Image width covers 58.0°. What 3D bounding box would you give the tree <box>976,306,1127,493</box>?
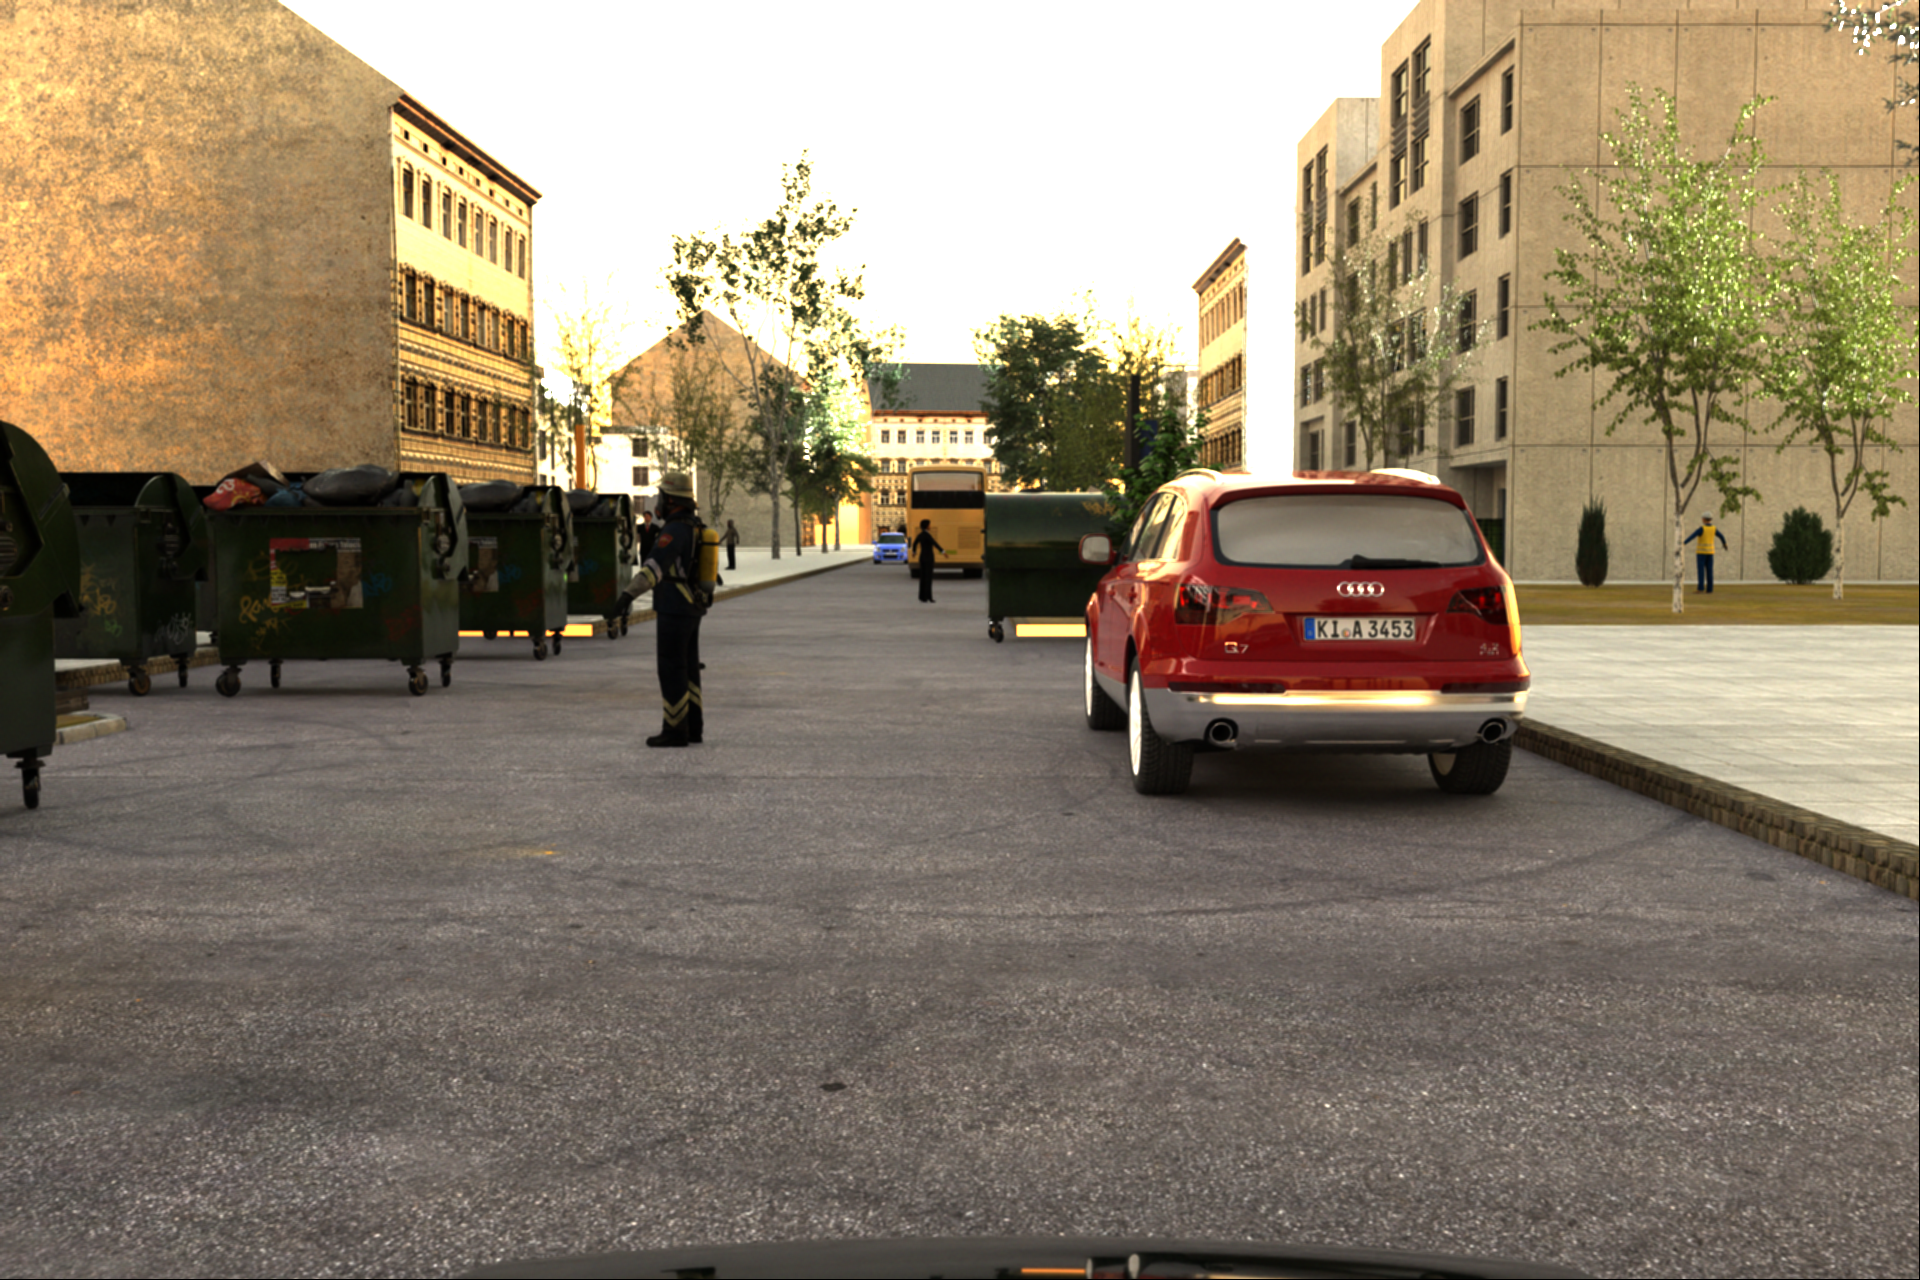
[{"bbox_3d":[5.689,-11.620,96.640,9.857,13.997,8.962,0,3,0],"label":"tree"}]

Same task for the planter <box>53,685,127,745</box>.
[{"bbox_3d":[-7.101,0.547,12.204,1.991,0.319,1.994,0,4,0],"label":"planter"}]

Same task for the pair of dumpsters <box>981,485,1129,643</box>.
[{"bbox_3d":[2.496,-1.127,23.379,4.436,2.255,1.574,0,4,-1],"label":"pair of dumpsters"}]

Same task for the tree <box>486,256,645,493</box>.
[{"bbox_3d":[-9.632,-5.818,45.482,4.360,8.622,3.978,0,3,0],"label":"tree"}]

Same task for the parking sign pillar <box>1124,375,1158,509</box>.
[{"bbox_3d":[3.110,-2.542,30.040,1.447,3.967,1.447,0,4,0],"label":"parking sign pillar"}]

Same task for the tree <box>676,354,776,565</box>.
[{"bbox_3d":[-10.255,-7.391,71.203,4.360,8.622,3.978,0,3,0],"label":"tree"}]

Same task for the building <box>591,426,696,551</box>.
[{"bbox_3d":[-27.009,-12.621,148.498,9.099,9.664,28.070,0,4,1],"label":"building"}]

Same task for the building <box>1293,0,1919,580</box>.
[{"bbox_3d":[23.563,-12.028,63.119,16.747,18.905,31.486,0,3,0],"label":"building"}]

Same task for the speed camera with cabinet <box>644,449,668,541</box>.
[{"bbox_3d":[-6.997,-2.850,40.930,0.660,3.252,2.038,0,4,1],"label":"speed camera with cabinet"}]

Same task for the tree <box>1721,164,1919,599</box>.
[{"bbox_3d":[17.198,-5.112,33.938,4.737,8.622,4.395,0,3,0],"label":"tree"}]

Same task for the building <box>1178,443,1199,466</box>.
[{"bbox_3d":[23.138,-13.307,159.723,9.099,9.664,28.070,0,4,0],"label":"building"}]

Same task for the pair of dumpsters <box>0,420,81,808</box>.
[{"bbox_3d":[-6.862,-0.216,8.480,4.436,2.255,1.574,0,4,1],"label":"pair of dumpsters"}]

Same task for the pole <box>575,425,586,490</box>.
[{"bbox_3d":[-7.087,-2.359,32.413,0.158,3.312,0.155,0,3,0],"label":"pole"}]

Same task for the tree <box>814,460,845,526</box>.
[{"bbox_3d":[-19.127,-19.208,220.711,9.857,13.997,8.962,0,3,0],"label":"tree"}]

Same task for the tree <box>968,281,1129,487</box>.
[{"bbox_3d":[7.303,-16.706,129.033,12.611,20.169,13.585,0,3,0],"label":"tree"}]

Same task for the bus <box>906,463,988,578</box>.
[{"bbox_3d":[-0.485,-4.143,59.287,2.896,3.916,12.252,0,4,-1],"label":"bus"}]

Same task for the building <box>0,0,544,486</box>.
[{"bbox_3d":[-28.429,-14.523,68.387,19.493,23.208,18.063,0,4,1],"label":"building"}]

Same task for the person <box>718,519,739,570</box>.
[{"bbox_3d":[-8.298,-3.451,62.546,0.705,1.813,1.348,-3,4,-38],"label":"person"}]

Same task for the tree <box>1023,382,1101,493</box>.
[{"bbox_3d":[5.167,-8.101,82.821,4.737,8.622,4.395,0,3,0],"label":"tree"}]

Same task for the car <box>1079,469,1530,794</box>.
[{"bbox_3d":[1.952,-0.147,11.078,2.281,1.827,5.304,0,4,0],"label":"car"}]

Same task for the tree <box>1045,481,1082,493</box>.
[{"bbox_3d":[13.703,-17.750,215.972,9.928,11.665,9.643,0,3,0],"label":"tree"}]

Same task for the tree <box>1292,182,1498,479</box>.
[{"bbox_3d":[8.882,-5.286,36.793,4.360,8.622,3.978,0,3,0],"label":"tree"}]

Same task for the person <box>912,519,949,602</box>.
[{"bbox_3d":[-0.646,-1.664,36.381,0.721,1.740,1.216,-3,4,-37],"label":"person"}]

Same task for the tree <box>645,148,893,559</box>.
[{"bbox_3d":[-9.490,-14.138,87.047,12.611,20.169,13.585,0,3,0],"label":"tree"}]

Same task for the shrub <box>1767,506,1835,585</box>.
[{"bbox_3d":[21.404,-2.426,44.085,1.690,2.028,1.600,0,3,0],"label":"shrub"}]

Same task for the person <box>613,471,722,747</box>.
[{"bbox_3d":[-1.939,-0.217,11.778,0.705,1.856,1.354,1,4,17],"label":"person"}]

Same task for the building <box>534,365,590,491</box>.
[{"bbox_3d":[-25.450,-9.556,98.387,9.099,9.664,28.070,0,3,0],"label":"building"}]

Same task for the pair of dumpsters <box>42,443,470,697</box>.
[{"bbox_3d":[-6.831,-0.655,15.664,4.436,2.255,1.574,0,3,0],"label":"pair of dumpsters"}]

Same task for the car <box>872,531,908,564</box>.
[{"bbox_3d":[-3.279,-4.547,83.940,1.945,1.707,3.694,0,4,0],"label":"car"}]

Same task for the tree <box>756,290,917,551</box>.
[{"bbox_3d":[-9.225,-16.850,131.388,12.611,20.169,13.585,0,3,0],"label":"tree"}]

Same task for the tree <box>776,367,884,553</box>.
[{"bbox_3d":[-9.052,-12.173,117.150,7.486,12.596,7.792,0,3,0],"label":"tree"}]

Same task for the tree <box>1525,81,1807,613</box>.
[{"bbox_3d":[11.515,-4.738,27.824,4.737,8.622,4.395,0,3,0],"label":"tree"}]

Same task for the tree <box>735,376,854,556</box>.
[{"bbox_3d":[-9.863,-10.255,102.075,7.601,10.594,8.767,-1,4,-10],"label":"tree"}]

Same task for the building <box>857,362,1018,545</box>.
[{"bbox_3d":[-3.204,-23.686,220.655,18.063,23.208,19.493,-1,4,-8],"label":"building"}]

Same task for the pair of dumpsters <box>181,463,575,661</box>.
[{"bbox_3d":[-6.792,-0.918,19.968,4.436,2.255,1.574,0,4,0],"label":"pair of dumpsters"}]

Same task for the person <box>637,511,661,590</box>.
[{"bbox_3d":[-7.103,-2.032,39.416,1.347,1.806,0.705,0,4,-5],"label":"person"}]

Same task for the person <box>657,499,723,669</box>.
[{"bbox_3d":[-2.916,-0.623,18.412,0.705,1.858,1.354,-2,4,-34],"label":"person"}]

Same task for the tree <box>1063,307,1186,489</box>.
[{"bbox_3d":[5.535,-6.507,56.758,4.737,8.622,4.395,0,3,0],"label":"tree"}]

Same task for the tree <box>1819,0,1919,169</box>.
[{"bbox_3d":[8.436,-6.076,9.705,12.009,13.543,11.850,0,3,0],"label":"tree"}]

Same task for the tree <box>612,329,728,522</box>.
[{"bbox_3d":[-9.881,-6.821,61.880,4.360,8.622,3.978,0,3,0],"label":"tree"}]

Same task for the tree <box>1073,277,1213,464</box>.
[{"bbox_3d":[5.447,-6.076,49.713,4.360,8.622,3.978,0,3,0],"label":"tree"}]

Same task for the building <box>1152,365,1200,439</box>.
[{"bbox_3d":[26.007,-20.381,189.652,16.016,20.090,11.380,0,4,0],"label":"building"}]

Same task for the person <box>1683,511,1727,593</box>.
[{"bbox_3d":[16.115,-1.901,37.550,1.216,1.772,0.721,-1,4,-14],"label":"person"}]

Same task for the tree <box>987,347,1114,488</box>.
[{"bbox_3d":[6.180,-12.347,112.244,12.009,13.543,11.850,0,3,0],"label":"tree"}]

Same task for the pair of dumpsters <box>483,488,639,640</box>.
[{"bbox_3d":[-6.757,-1.158,23.889,4.436,2.255,1.574,0,4,0],"label":"pair of dumpsters"}]

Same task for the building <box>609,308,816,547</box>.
[{"bbox_3d":[-24.845,-21.225,177.959,19.493,23.208,18.063,0,4,-1],"label":"building"}]

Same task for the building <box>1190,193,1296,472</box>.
[{"bbox_3d":[23.734,-16.252,96.654,19.493,23.208,18.063,0,4,0],"label":"building"}]

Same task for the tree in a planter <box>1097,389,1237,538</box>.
[{"bbox_3d":[2.603,-1.479,21.412,1.991,3.239,1.994,0,4,0],"label":"tree in a planter"}]

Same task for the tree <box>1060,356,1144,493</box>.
[{"bbox_3d":[5.729,-7.461,72.355,4.360,8.622,3.978,0,3,0],"label":"tree"}]
